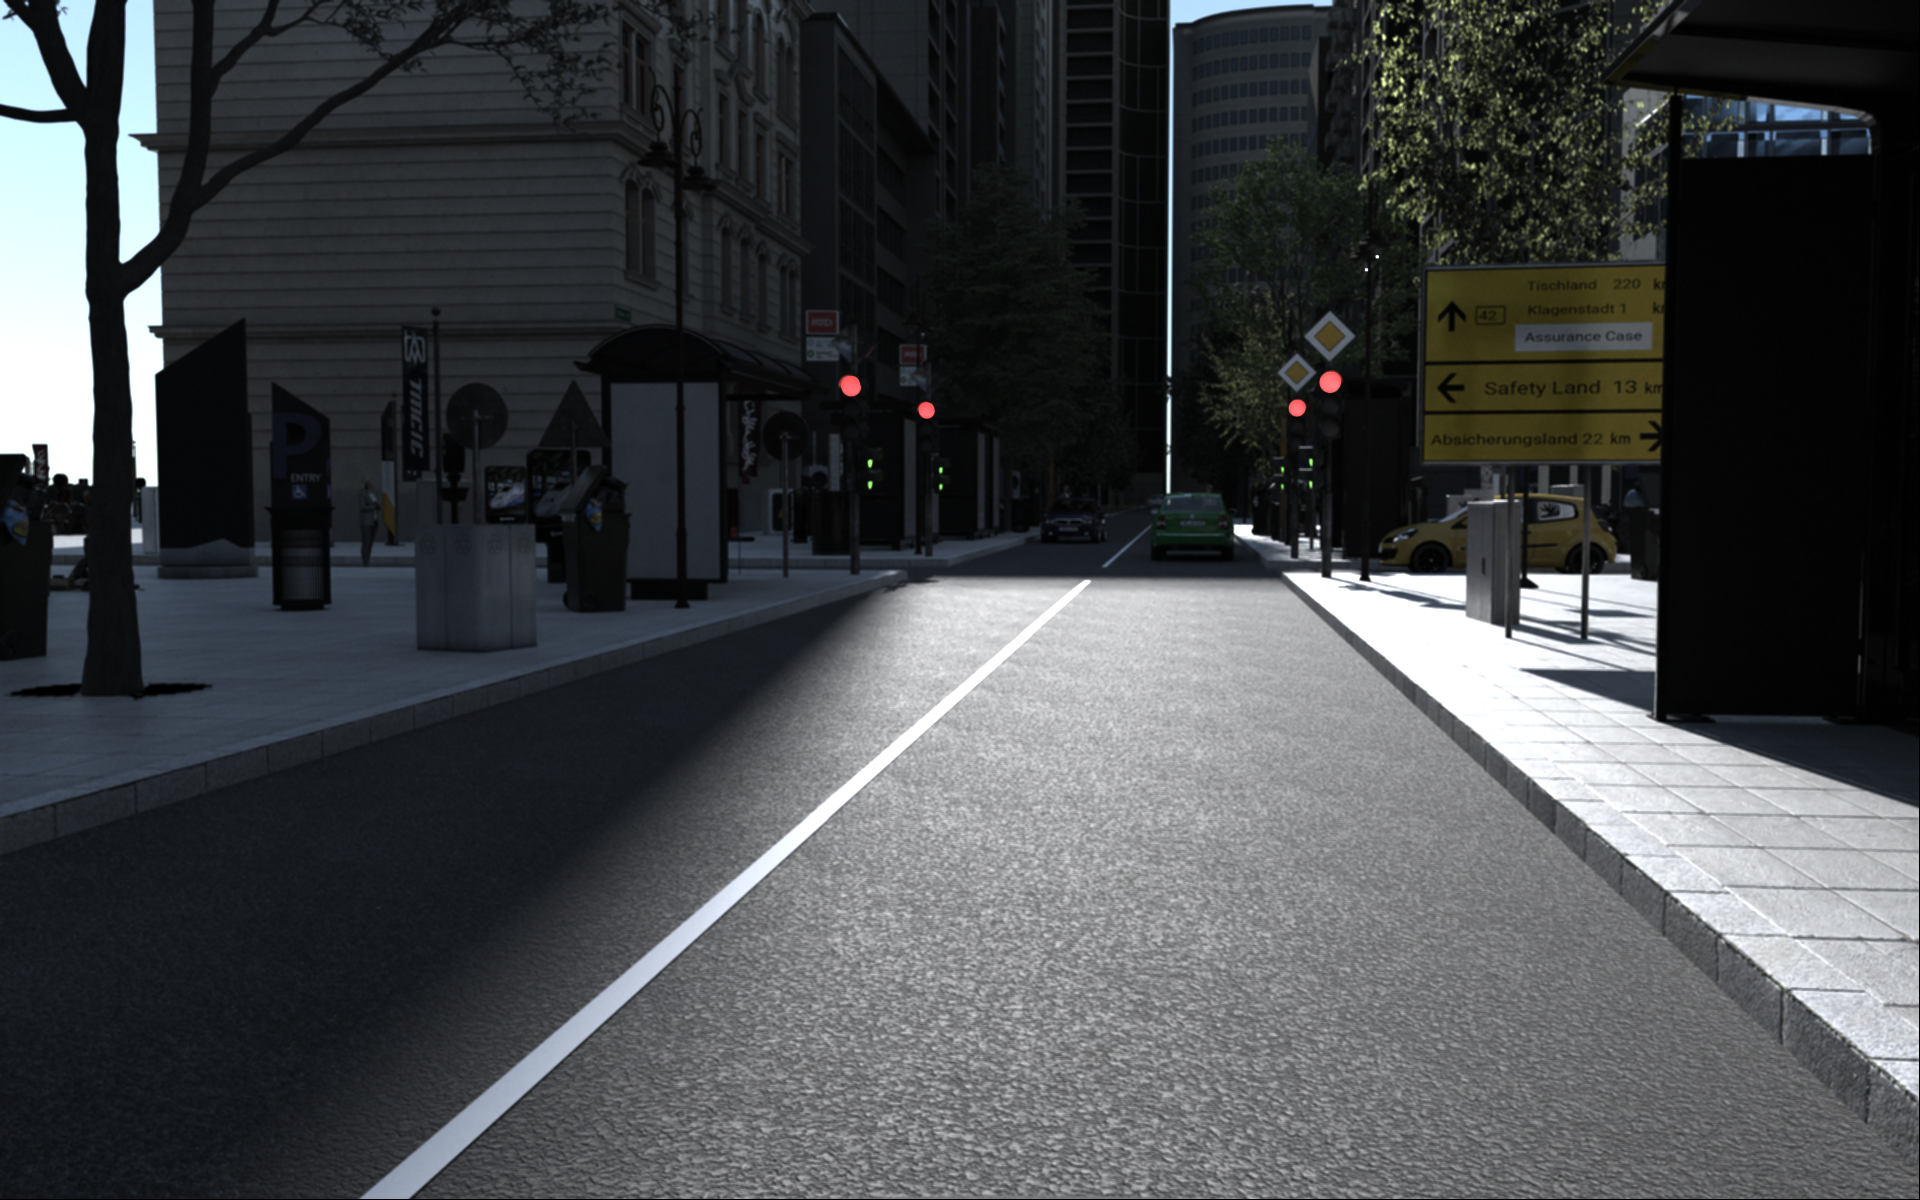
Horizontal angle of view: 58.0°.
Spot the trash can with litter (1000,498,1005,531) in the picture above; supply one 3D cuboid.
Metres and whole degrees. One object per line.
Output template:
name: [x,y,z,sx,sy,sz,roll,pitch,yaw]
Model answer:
trash can with litter: [0.978,-2.833,57.699,1.055,1.170,0.624,1,4,9]

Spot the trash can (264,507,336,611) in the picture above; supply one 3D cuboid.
trash can: [-7.306,-0.462,19.208,0.748,1.137,0.748,0,3,0]

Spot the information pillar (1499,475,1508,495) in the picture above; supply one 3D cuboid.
information pillar: [20.569,-3.728,65.450,0.304,2.012,0.304,3,5,45]

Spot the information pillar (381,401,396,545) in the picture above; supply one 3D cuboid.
information pillar: [-14.302,-3.179,43.331,0.183,3.616,0.504,0,4,8]

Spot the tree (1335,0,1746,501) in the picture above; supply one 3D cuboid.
tree: [5.899,-4.178,18.671,4.360,8.622,3.978,0,3,0]

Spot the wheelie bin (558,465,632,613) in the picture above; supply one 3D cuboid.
wheelie bin: [-4.003,-0.682,19.052,0.693,1.594,0.980,-2,4,-30]

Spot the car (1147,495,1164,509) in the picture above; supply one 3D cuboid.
car: [19.368,-9.637,169.921,2.083,1.381,4.827,0,4,8]

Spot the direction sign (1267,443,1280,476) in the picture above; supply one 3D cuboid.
direction sign: [14.030,-5.180,76.693,0.876,3.537,0.379,1,4,16]

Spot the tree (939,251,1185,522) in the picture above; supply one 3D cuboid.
tree: [3.456,-9.932,79.388,9.611,12.733,9.660,0,3,0]

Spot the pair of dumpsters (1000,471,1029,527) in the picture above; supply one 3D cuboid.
pair of dumpsters: [1.876,-4.128,69.987,1.574,2.255,4.437,0,4,8]

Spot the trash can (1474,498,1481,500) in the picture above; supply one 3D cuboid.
trash can: [18.532,-3.030,61.197,0.748,1.137,0.748,0,3,0]

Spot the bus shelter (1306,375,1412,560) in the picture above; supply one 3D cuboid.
bus shelter: [8.387,-2.780,36.742,1.731,3.624,6.357,0,4,8]

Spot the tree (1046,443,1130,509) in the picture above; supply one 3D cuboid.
tree: [6.180,-6.619,91.942,4.285,4.588,4.351,0,3,0]

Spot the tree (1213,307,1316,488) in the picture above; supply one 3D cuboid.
tree: [12.164,-7.137,67.059,4.737,8.622,4.395,0,3,0]

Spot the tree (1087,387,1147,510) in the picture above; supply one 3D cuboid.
tree: [9.615,-10.165,116.567,4.737,8.622,4.395,0,3,0]

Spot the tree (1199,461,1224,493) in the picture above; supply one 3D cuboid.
tree: [23.717,-10.769,159.786,4.285,4.588,4.351,0,3,0]

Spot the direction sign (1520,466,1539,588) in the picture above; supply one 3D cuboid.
direction sign: [7.734,-1.935,23.642,0.379,3.537,0.876,0,4,-2]

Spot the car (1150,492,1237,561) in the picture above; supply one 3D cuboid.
car: [5.209,-1.827,38.675,1.959,1.807,4.718,1,4,8]

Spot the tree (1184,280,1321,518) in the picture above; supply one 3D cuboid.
tree: [15.219,-10.759,92.915,9.611,12.733,9.660,0,3,0]

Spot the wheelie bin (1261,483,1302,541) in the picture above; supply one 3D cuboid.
wheelie bin: [8.993,-2.440,47.807,0.980,1.594,0.693,3,4,37]

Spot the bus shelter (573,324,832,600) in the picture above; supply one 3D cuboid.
bus shelter: [-3.272,-1.803,23.409,2.014,3.302,5.546,0,4,7]

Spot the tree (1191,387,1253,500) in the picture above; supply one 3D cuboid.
tree: [25.708,-15.241,167.312,7.486,12.596,7.792,0,3,0]

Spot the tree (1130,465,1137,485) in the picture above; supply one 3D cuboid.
tree: [13.621,-10.186,150.248,4.285,4.588,4.351,0,3,0]

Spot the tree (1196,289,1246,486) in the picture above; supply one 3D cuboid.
tree: [10.449,-6.747,60.680,4.360,8.622,3.978,0,3,0]

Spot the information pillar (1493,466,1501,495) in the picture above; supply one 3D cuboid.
information pillar: [21.861,-4.827,70.268,0.504,3.616,0.183,0,4,7]

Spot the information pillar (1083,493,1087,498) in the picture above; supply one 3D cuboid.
information pillar: [8.019,-6.478,110.412,0.304,2.012,0.304,-2,4,-30]

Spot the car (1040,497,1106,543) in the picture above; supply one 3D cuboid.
car: [3.405,-2.391,51.672,1.945,1.354,3.894,1,4,9]

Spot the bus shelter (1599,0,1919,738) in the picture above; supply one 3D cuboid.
bus shelter: [4.049,-0.941,6.670,1.731,3.624,6.357,0,4,7]

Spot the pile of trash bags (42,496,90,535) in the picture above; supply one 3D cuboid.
pile of trash bags: [-28.768,-2.729,54.380,3.447,1.369,1.912,-3,5,-43]

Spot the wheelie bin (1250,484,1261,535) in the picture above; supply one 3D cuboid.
wheelie bin: [9.587,-2.851,54.525,0.693,1.594,0.980,2,4,33]

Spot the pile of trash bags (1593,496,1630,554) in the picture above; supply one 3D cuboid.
pile of trash bags: [14.448,-1.728,38.001,3.447,1.369,1.912,1,4,9]

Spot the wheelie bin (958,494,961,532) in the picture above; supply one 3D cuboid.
wheelie bin: [0.327,-3.129,59.068,0.980,1.594,0.693,-3,5,-41]

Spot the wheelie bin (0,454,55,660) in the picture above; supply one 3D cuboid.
wheelie bin: [-7.585,-0.347,13.579,0.980,1.594,0.693,1,4,16]

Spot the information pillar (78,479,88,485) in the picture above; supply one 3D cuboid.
information pillar: [-41.477,-4.740,81.993,0.304,2.012,0.304,1,4,9]

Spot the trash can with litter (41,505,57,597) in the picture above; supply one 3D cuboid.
trash can with litter: [-11.664,-0.600,21.193,1.055,1.170,0.624,-3,4,-36]

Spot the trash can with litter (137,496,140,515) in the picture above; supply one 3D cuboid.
trash can with litter: [-52.801,-6.102,111.157,0.624,1.170,1.055,1,4,13]

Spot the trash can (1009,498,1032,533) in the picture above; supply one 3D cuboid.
trash can: [2.013,-2.817,57.705,0.748,1.137,0.748,0,3,0]

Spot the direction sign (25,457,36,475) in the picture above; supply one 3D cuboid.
direction sign: [-61.820,-7.551,115.455,0.379,3.537,0.876,3,5,42]

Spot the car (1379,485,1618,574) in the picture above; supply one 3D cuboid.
car: [9.421,-1.239,30.477,3.980,1.641,2.015,1,4,9]

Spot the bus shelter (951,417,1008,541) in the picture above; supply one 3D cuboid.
bus shelter: [-0.201,-4.358,48.882,2.179,5.291,8.768,0,4,8]

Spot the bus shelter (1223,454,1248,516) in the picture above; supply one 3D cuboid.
bus shelter: [16.310,-6.851,103.289,1.731,3.624,6.357,0,4,8]

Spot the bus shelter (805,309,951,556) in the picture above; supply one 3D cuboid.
bus shelter: [-1.937,-3.827,40.209,2.179,5.291,8.768,0,4,7]

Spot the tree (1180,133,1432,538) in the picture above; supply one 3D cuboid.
tree: [10.241,-7.667,51.111,9.928,11.665,9.643,0,3,0]

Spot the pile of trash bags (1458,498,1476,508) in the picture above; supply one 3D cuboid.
pile of trash bags: [16.301,-2.546,51.385,3.447,1.369,1.912,2,4,26]

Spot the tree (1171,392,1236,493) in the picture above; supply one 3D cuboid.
tree: [27.153,-16.980,184.271,9.857,13.997,8.962,0,3,0]
